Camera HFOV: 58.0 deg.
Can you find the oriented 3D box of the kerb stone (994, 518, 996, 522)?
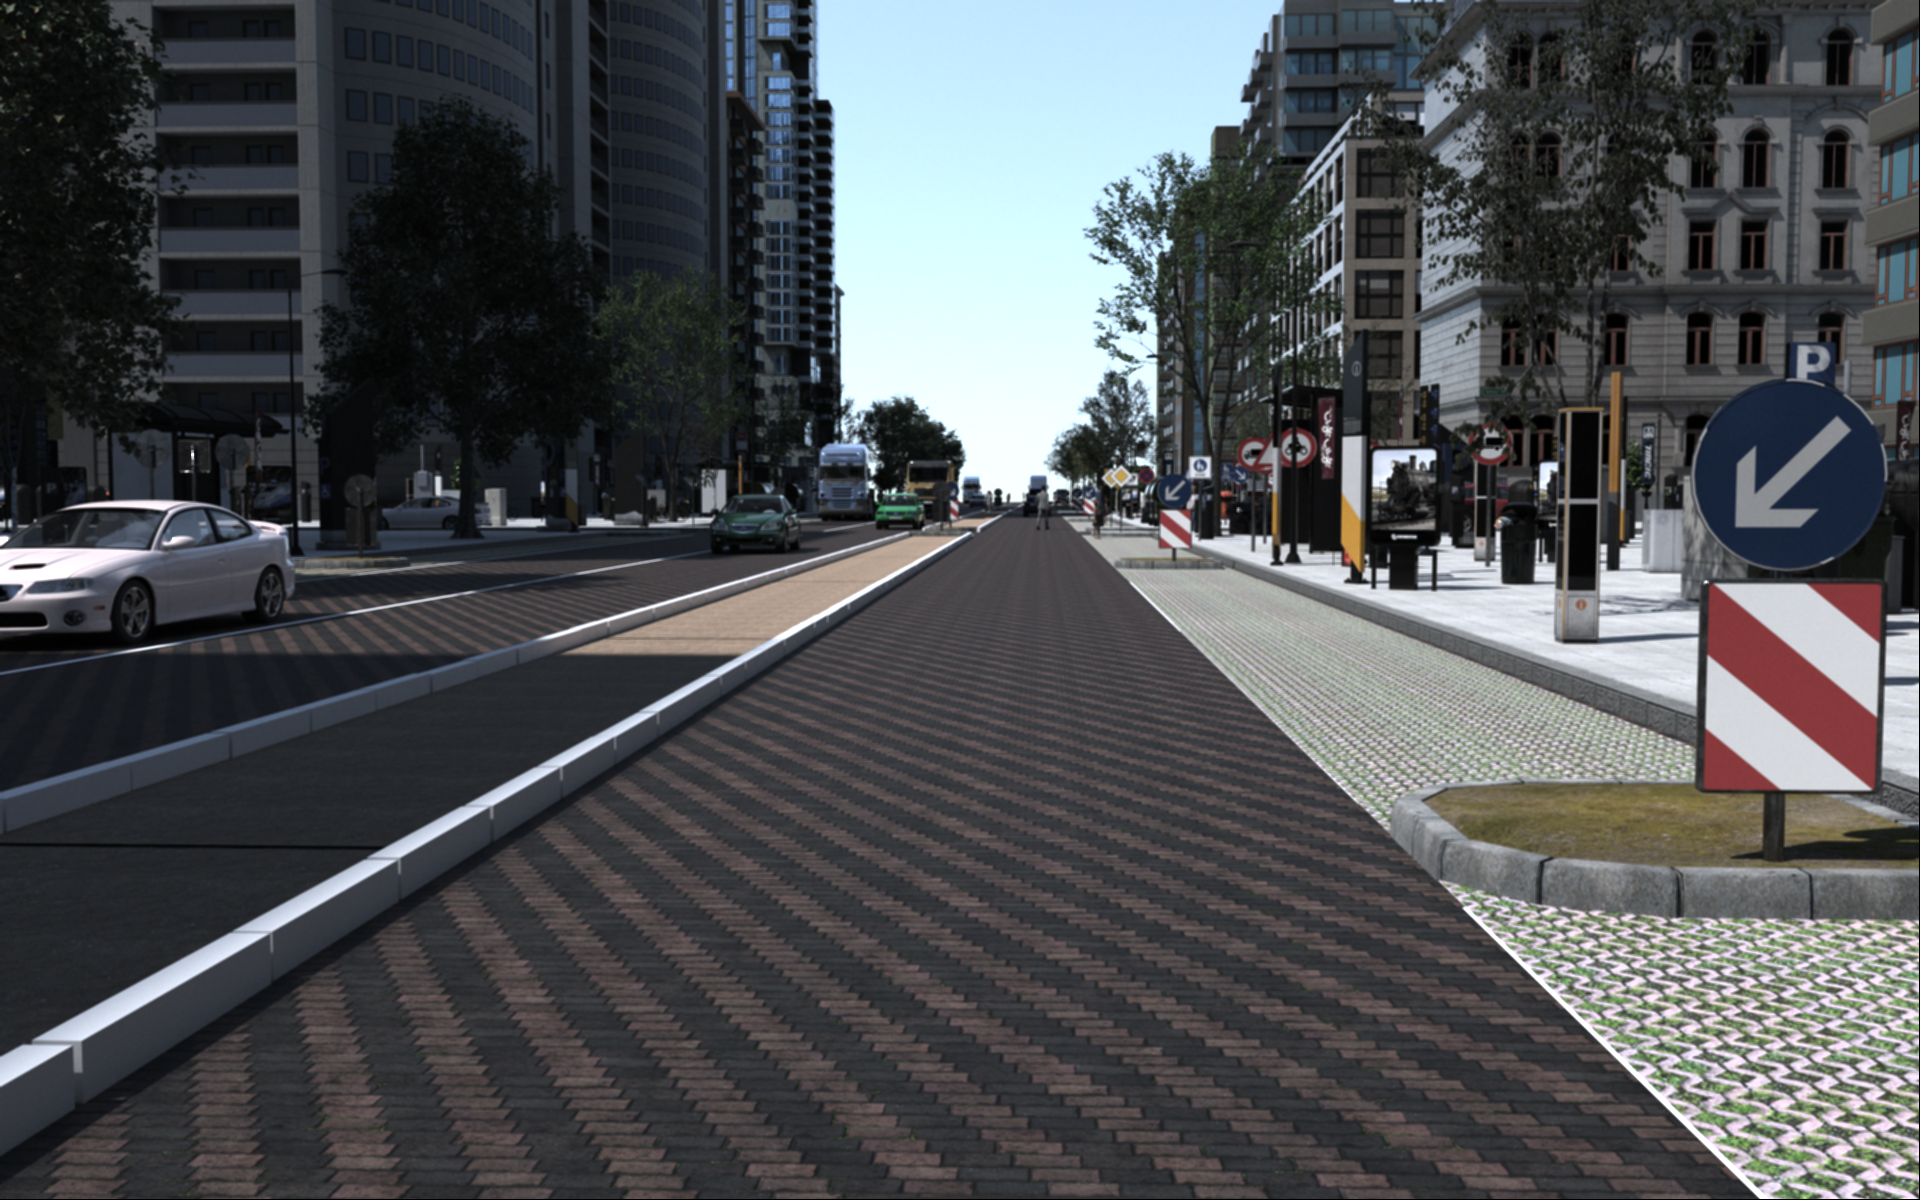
[{"bbox_3d":[1.569,-3.838,84.945,0.120,0.150,1.000,0,4,3],"label":"kerb stone"}]

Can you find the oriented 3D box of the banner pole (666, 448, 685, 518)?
[{"bbox_3d":[-15.656,-6.396,94.587,0.863,3.779,0.401,-2,4,-33],"label":"banner pole"}]

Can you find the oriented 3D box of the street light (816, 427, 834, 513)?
[{"bbox_3d":[-9.404,-9.022,120.043,1.470,5.913,1.316,0,4,3],"label":"street light"}]

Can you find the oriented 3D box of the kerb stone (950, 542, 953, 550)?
[{"bbox_3d":[-0.327,-1.301,43.481,0.120,0.150,1.000,0,4,3],"label":"kerb stone"}]

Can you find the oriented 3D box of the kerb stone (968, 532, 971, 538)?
[{"bbox_3d":[0.193,-1.991,54.755,0.120,0.150,1.000,0,4,3],"label":"kerb stone"}]

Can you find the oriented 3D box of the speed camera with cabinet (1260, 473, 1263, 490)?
[{"bbox_3d":[20.534,-7.732,120.754,0.660,3.252,2.038,-1,4,-10],"label":"speed camera with cabinet"}]

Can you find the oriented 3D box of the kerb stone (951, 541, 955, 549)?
[{"bbox_3d":[-0.269,-1.364,44.507,0.120,0.150,1.000,0,4,3],"label":"kerb stone"}]

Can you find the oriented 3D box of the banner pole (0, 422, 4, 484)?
[{"bbox_3d":[-29.486,-3.835,52.713,0.401,3.779,0.863,2,4,32],"label":"banner pole"}]

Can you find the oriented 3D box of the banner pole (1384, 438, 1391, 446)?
[{"bbox_3d":[19.232,-5.382,78.010,0.401,3.779,0.863,3,4,36],"label":"banner pole"}]

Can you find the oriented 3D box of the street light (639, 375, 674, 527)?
[{"bbox_3d":[-11.827,-5.812,67.566,1.470,5.913,1.316,0,4,3],"label":"street light"}]

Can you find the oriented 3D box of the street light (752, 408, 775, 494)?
[{"bbox_3d":[-10.634,-7.389,93.354,1.470,5.913,1.316,0,4,3],"label":"street light"}]

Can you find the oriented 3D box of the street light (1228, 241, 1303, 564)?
[{"bbox_3d":[5.630,-3.634,31.952,1.470,5.913,1.316,0,4,3],"label":"street light"}]

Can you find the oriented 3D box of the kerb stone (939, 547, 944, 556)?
[{"bbox_3d":[-0.508,-1.051,39.374,0.120,0.150,1.000,0,4,3],"label":"kerb stone"}]

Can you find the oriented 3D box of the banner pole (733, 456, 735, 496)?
[{"bbox_3d":[-14.973,-7.623,114.655,0.401,3.779,0.863,0,4,2],"label":"banner pole"}]

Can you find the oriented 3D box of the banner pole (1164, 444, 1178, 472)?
[{"bbox_3d":[10.700,-5.964,87.536,0.863,3.779,0.401,1,4,17],"label":"banner pole"}]

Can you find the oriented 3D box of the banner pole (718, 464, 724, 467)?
[{"bbox_3d":[-17.098,-8.273,125.284,0.863,3.779,0.401,-1,4,-8],"label":"banner pole"}]

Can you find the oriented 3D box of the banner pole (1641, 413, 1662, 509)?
[{"bbox_3d":[21.355,-3.880,53.448,0.401,3.779,0.863,-2,4,-29],"label":"banner pole"}]

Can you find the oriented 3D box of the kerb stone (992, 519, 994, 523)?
[{"bbox_3d":[1.384,-3.587,80.847,0.120,0.150,1.000,0,4,3],"label":"kerb stone"}]

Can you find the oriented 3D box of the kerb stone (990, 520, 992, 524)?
[{"bbox_3d":[1.243,-3.400,77.778,0.120,0.150,1.000,0,4,3],"label":"kerb stone"}]

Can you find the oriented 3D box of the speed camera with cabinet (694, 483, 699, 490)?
[{"bbox_3d":[-20.505,-8.940,140.500,2.038,3.252,0.660,-2,4,-27],"label":"speed camera with cabinet"}]

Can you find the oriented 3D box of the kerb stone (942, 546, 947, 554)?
[{"bbox_3d":[-0.459,-1.113,40.399,0.120,0.150,1.000,0,4,3],"label":"kerb stone"}]

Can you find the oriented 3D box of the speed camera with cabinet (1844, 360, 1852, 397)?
[{"bbox_3d":[12.650,-1.952,26.253,0.660,3.252,2.038,-2,4,-30],"label":"speed camera with cabinet"}]

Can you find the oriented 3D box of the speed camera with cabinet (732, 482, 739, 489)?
[{"bbox_3d":[-16.997,-8.312,130.240,0.660,3.252,2.038,1,4,9],"label":"speed camera with cabinet"}]

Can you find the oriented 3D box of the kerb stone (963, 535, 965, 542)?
[{"bbox_3d":[0.004,-1.740,50.663,0.120,0.150,1.000,0,4,3],"label":"kerb stone"}]

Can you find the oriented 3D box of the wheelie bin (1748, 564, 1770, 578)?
[{"bbox_3d":[11.211,-1.004,24.321,0.693,1.594,0.980,2,4,29],"label":"wheelie bin"}]

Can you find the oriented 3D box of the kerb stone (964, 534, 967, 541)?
[{"bbox_3d":[0.052,-1.804,51.684,0.120,0.150,1.000,0,4,3],"label":"kerb stone"}]

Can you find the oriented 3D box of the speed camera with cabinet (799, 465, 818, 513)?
[{"bbox_3d":[-10.237,-7.499,116.942,0.660,3.252,2.038,1,4,16],"label":"speed camera with cabinet"}]

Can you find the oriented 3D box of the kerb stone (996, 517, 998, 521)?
[{"bbox_3d":[1.711,-4.026,88.018,0.120,0.150,1.000,0,4,3],"label":"kerb stone"}]

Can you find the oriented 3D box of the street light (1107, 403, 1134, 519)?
[{"bbox_3d":[8.235,-7.104,88.691,1.470,5.913,1.316,0,4,3],"label":"street light"}]

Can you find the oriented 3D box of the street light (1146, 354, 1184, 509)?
[{"bbox_3d":[6.880,-5.211,57.737,1.470,5.913,1.316,0,4,3],"label":"street light"}]

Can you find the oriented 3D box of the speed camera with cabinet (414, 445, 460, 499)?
[{"bbox_3d":[-21.005,-4.635,70.123,2.038,3.252,0.660,-1,4,-10],"label":"speed camera with cabinet"}]

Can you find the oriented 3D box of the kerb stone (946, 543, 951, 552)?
[{"bbox_3d":[-0.367,-1.239,42.454,0.120,0.150,1.000,0,4,3],"label":"kerb stone"}]

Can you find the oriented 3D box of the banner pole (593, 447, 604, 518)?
[{"bbox_3d":[-19.117,-6.233,91.923,0.401,3.779,0.863,3,5,42],"label":"banner pole"}]

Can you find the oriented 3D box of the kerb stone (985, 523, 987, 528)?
[{"bbox_3d":[0.920,-2.962,70.617,0.120,0.150,1.000,0,4,3],"label":"kerb stone"}]

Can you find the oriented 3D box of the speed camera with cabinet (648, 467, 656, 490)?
[{"bbox_3d":[-23.096,-8.149,127.574,0.660,3.252,2.038,3,5,44],"label":"speed camera with cabinet"}]

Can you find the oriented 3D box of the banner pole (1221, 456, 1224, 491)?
[{"bbox_3d":[17.100,-7.547,113.405,0.401,3.779,0.863,3,5,43],"label":"banner pole"}]

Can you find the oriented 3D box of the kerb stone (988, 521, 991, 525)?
[{"bbox_3d":[1.150,-3.270,75.734,0.120,0.150,1.000,0,4,3],"label":"kerb stone"}]

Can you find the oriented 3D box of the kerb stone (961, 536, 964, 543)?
[{"bbox_3d":[-0.043,-1.678,49.636,0.120,0.150,1.000,0,4,3],"label":"kerb stone"}]

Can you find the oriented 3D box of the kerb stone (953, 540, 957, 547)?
[{"bbox_3d":[-0.227,-1.427,45.529,0.120,0.150,1.000,0,4,3],"label":"kerb stone"}]

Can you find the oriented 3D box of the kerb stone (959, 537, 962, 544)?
[{"bbox_3d":[-0.085,-1.615,48.599,0.120,0.150,1.000,0,4,3],"label":"kerb stone"}]

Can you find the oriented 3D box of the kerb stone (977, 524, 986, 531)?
[{"bbox_3d":[0.864,-2.899,69.597,0.120,0.150,1.000,0,4,3],"label":"kerb stone"}]

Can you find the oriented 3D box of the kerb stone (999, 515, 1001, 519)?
[{"bbox_3d":[2.040,-4.464,95.187,0.120,0.150,1.000,0,4,3],"label":"kerb stone"}]

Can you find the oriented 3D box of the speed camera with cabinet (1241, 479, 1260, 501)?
[{"bbox_3d":[17.179,-6.720,104.206,0.660,3.252,2.038,-1,4,-13],"label":"speed camera with cabinet"}]

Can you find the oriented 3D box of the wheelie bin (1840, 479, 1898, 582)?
[{"bbox_3d":[8.486,-0.526,16.502,0.693,1.594,0.980,1,4,12],"label":"wheelie bin"}]

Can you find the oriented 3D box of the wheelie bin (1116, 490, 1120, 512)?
[{"bbox_3d":[11.766,-7.191,125.487,0.980,1.594,0.693,1,4,13],"label":"wheelie bin"}]

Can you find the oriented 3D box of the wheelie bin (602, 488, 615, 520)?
[{"bbox_3d":[-17.279,-4.749,85.554,0.693,1.594,0.980,2,4,35],"label":"wheelie bin"}]

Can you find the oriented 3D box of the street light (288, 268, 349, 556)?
[{"bbox_3d":[-13.276,-3.871,35.828,1.470,5.913,1.316,0,4,3],"label":"street light"}]

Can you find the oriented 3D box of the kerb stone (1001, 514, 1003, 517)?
[{"bbox_3d":[2.273,-4.775,100.327,0.120,0.150,1.000,0,4,3],"label":"kerb stone"}]

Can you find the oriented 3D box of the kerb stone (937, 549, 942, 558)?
[{"bbox_3d":[-0.551,-0.988,38.353,0.120,0.150,1.000,0,4,3],"label":"kerb stone"}]

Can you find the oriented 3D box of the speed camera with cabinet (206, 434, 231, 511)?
[{"bbox_3d":[-23.320,-3.681,54.520,0.660,3.252,2.038,-2,4,-33],"label":"speed camera with cabinet"}]

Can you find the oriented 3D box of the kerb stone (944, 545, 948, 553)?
[{"bbox_3d":[-0.423,-1.176,41.421,0.120,0.150,1.000,0,4,3],"label":"kerb stone"}]

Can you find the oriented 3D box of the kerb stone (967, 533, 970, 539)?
[{"bbox_3d":[0.154,-1.923,53.733,0.120,0.150,1.000,0,4,3],"label":"kerb stone"}]

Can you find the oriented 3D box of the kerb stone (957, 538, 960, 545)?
[{"bbox_3d":[-0.144,-1.552,47.579,0.120,0.150,1.000,0,4,3],"label":"kerb stone"}]

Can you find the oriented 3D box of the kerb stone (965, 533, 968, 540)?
[{"bbox_3d":[0.099,-1.866,52.706,0.120,0.150,1.000,0,4,3],"label":"kerb stone"}]

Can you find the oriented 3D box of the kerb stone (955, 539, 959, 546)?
[{"bbox_3d":[-0.185,-1.490,46.550,0.120,0.150,1.000,0,4,3],"label":"kerb stone"}]
